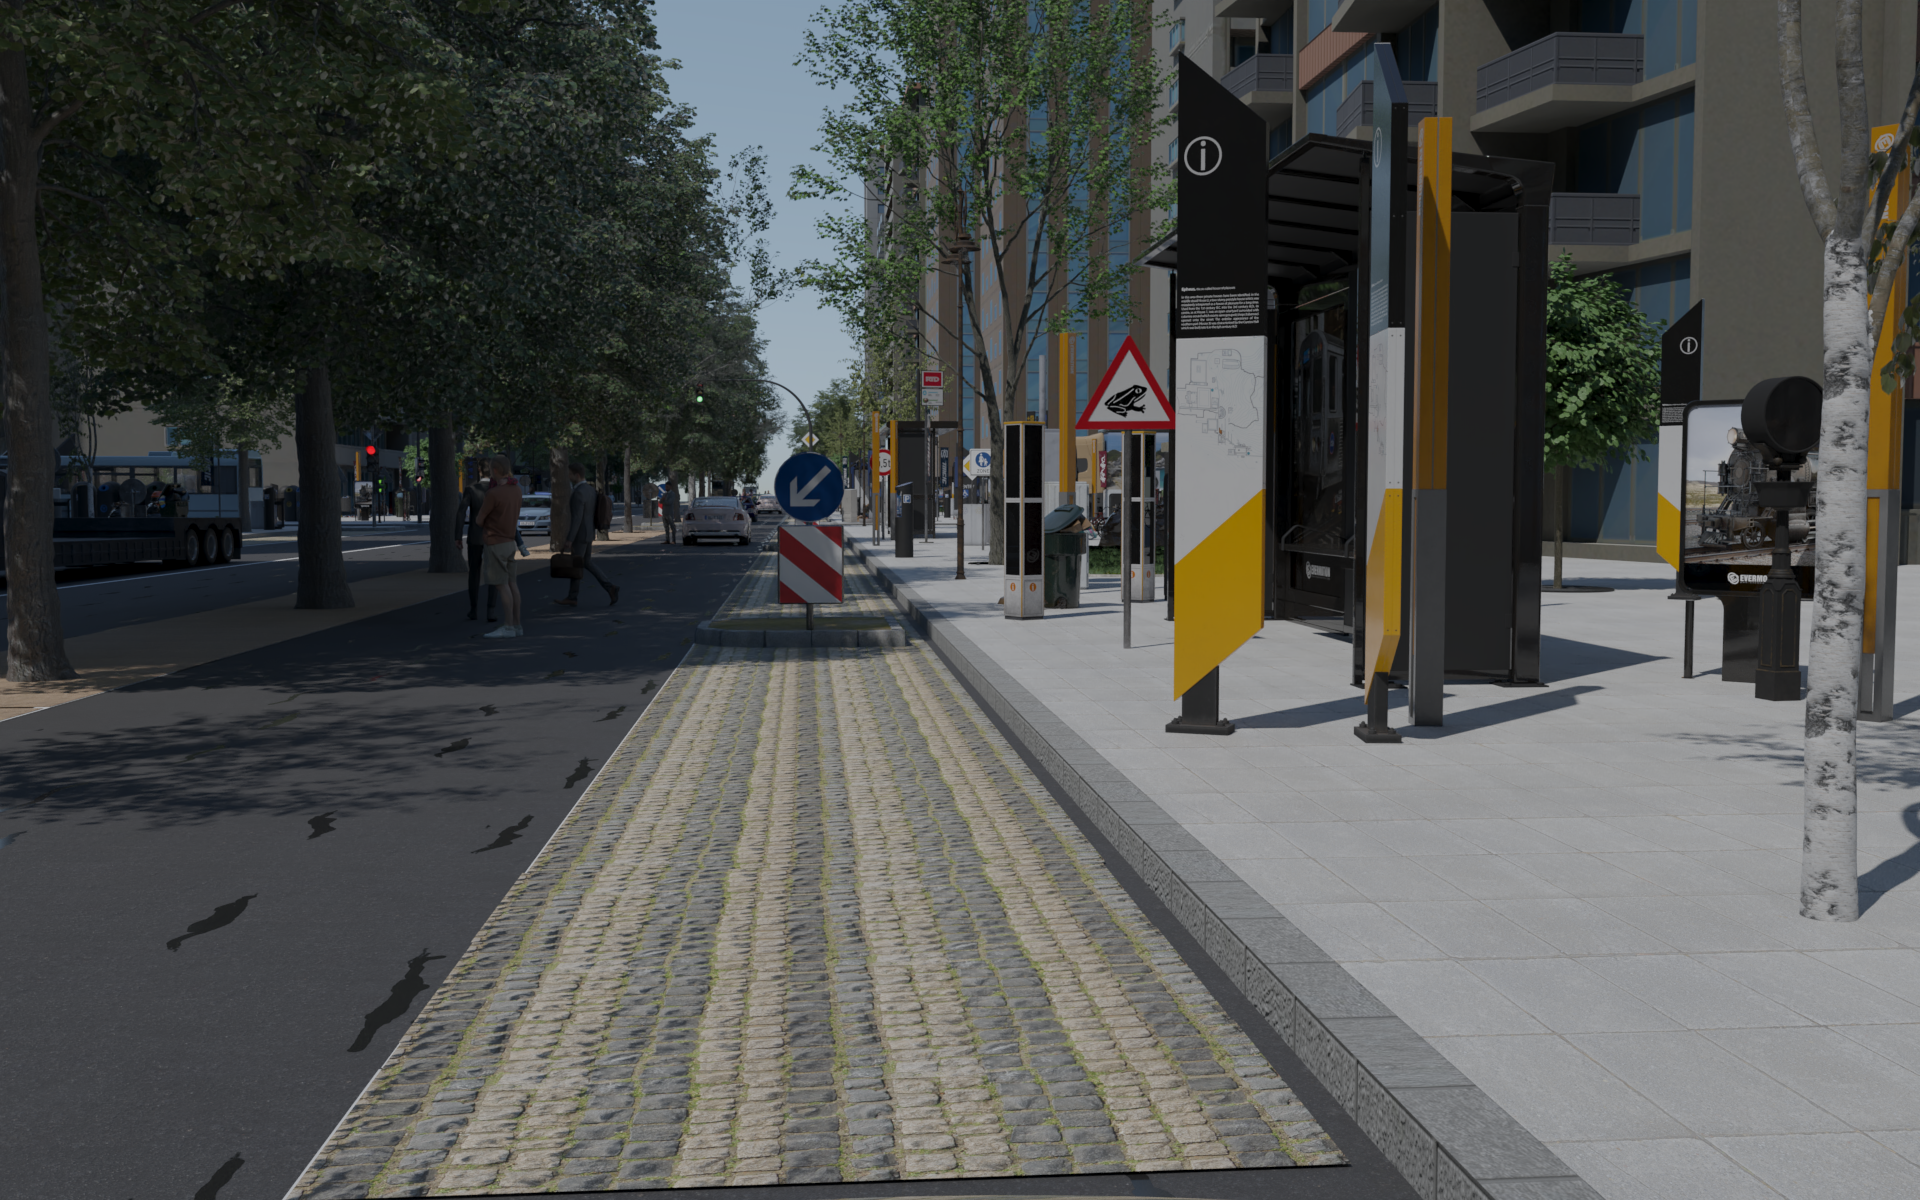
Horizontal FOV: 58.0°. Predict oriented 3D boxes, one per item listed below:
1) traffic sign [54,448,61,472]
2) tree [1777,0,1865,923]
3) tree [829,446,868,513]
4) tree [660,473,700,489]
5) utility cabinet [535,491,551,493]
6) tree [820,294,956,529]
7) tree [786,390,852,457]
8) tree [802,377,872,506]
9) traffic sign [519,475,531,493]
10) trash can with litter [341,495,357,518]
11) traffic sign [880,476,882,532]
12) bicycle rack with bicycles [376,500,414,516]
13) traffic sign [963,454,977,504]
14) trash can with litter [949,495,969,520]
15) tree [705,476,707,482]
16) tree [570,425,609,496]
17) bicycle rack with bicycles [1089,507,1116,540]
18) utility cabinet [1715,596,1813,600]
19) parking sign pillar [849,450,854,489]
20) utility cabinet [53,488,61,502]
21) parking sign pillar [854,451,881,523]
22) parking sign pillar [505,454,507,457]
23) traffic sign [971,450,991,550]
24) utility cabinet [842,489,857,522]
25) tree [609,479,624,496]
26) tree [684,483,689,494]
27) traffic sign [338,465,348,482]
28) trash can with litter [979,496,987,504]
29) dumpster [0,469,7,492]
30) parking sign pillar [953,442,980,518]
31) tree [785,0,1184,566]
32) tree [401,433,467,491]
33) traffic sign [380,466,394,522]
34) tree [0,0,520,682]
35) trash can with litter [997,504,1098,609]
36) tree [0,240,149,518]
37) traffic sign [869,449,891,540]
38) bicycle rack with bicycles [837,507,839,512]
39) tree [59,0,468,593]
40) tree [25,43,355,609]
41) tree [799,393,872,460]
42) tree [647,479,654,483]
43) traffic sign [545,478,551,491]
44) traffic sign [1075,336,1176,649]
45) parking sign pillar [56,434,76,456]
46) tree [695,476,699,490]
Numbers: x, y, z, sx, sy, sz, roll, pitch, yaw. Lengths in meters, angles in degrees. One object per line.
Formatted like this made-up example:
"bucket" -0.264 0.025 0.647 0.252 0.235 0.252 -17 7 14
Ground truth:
"traffic sign" -23.999 -2.776 45.500 0.768 2.556 0.104 0 4 -2
"tree" 2.857 -3.336 4.907 4.360 8.622 3.978 0 3 0
"tree" -7.612 -8.322 119.777 4.285 4.588 4.351 0 3 0
"tree" -43.710 -21.126 263.542 7.486 12.596 7.792 0 3 0
"utility cabinet" -31.331 -7.431 130.169 1.173 1.500 0.318 -3 5 -39
"tree" -2.593 -6.936 63.758 4.737 8.622 4.395 0 3 0
"tree" -16.826 -18.797 213.992 9.857 13.997 8.962 0 3 0
"tree" -11.437 -15.317 168.566 7.486 12.596 7.792 0 3 0
"traffic sign" -29.369 -7.147 116.957 0.768 2.556 0.104 0 4 -4
"trash can with litter" -33.146 -5.102 94.483 2.233 1.210 1.678 0 4 1
"traffic sign" -2.652 -3.461 58.714 0.606 2.300 0.079 0 4 4
"bicycle rack with bicycles" -32.733 -5.262 99.415 2.852 0.926 2.925 0 4 4
"traffic sign" 0.326 -2.790 46.807 0.795 2.450 0.064 0 4 -4
"trash can with litter" 0.562 -4.648 87.054 2.233 1.210 1.678 0 4 -3
"tree" -45.667 -22.995 294.090 7.486 12.596 7.792 0 3 0
"tree" -33.670 -15.188 165.338 9.611 12.733 9.660 0 3 0
"bicycle rack with bicycles" 4.011 -2.186 49.120 2.925 0.926 2.852 -1 4 -14
"utility cabinet" 9.773 -0.745 20.860 1.173 1.500 0.318 1 4 14
"parking sign pillar" -6.180 -7.253 107.064 1.447 3.967 1.447 -1 4 -18
"utility cabinet" -34.816 -3.492 65.778 1.173 1.500 0.318 -1 4 -20
"parking sign pillar" -3.779 -5.418 77.053 1.447 3.967 1.447 -1 4 -10
"parking sign pillar" -30.881 -7.924 118.024 1.447 3.967 1.447 -2 4 -24
"traffic sign" 0.523 -2.277 39.365 0.606 2.300 0.079 0 4 -5
"utility cabinet" -4.978 -4.225 77.757 0.318 1.500 1.173 -2 4 -25
"tree" -35.926 -11.476 182.230 1.663 3.219 1.824 0 3 0
"tree" -44.569 -17.623 282.730 1.663 3.219 1.824 0 3 0
"traffic sign" -28.188 -4.804 78.556 0.884 2.594 0.081 0 4 0
"trash can with litter" 1.413 -4.391 83.173 1.055 1.170 0.624 0 4 6
"dumpster" -22.521 -2.156 41.003 1.264 1.857 1.865 0 4 -5
"parking sign pillar" 0.355 -6.210 90.000 1.447 3.967 1.447 2 4 24
"tree" 0.733 -6.453 31.260 9.928 11.665 9.643 0 3 0
"tree" -26.839 -6.382 88.059 4.285 4.588 4.351 0 3 0
"traffic sign" -26.778 -4.923 80.498 0.884 2.594 0.081 0 4 -4
"tree" -6.945 -5.623 12.521 7.486 12.596 7.792 0 3 0
"trash can with litter" 0.972 -0.484 19.297 1.055 1.170 0.624 -3 5 -40
"tree" -24.646 -5.995 48.377 4.360 8.622 3.978 0 3 0
"traffic sign" -2.158 -2.969 48.645 0.768 2.556 0.104 0 4 -1
"bicycle rack with bicycles" -8.185 -6.848 125.342 2.852 0.926 2.925 -1 4 -17
"tree" -9.318 -7.457 31.033 9.857 13.997 8.962 0 3 0
"tree" -7.939 -6.854 21.179 9.857 13.997 8.962 0 3 0
"tree" -11.361 -13.705 158.487 7.601 10.594 8.767 0 4 6
"tree" -38.164 -13.329 212.522 1.663 3.219 1.824 0 3 0
"traffic sign" -32.403 -8.355 136.713 0.768 2.556 0.104 0 4 3
"traffic sign" 1.386 -0.875 14.306 0.884 2.594 0.081 0 4 2
"parking sign pillar" -39.698 -5.388 76.572 1.447 3.967 1.447 1 4 13
"tree" -46.266 -21.578 303.162 4.737 8.622 4.395 0 3 0
